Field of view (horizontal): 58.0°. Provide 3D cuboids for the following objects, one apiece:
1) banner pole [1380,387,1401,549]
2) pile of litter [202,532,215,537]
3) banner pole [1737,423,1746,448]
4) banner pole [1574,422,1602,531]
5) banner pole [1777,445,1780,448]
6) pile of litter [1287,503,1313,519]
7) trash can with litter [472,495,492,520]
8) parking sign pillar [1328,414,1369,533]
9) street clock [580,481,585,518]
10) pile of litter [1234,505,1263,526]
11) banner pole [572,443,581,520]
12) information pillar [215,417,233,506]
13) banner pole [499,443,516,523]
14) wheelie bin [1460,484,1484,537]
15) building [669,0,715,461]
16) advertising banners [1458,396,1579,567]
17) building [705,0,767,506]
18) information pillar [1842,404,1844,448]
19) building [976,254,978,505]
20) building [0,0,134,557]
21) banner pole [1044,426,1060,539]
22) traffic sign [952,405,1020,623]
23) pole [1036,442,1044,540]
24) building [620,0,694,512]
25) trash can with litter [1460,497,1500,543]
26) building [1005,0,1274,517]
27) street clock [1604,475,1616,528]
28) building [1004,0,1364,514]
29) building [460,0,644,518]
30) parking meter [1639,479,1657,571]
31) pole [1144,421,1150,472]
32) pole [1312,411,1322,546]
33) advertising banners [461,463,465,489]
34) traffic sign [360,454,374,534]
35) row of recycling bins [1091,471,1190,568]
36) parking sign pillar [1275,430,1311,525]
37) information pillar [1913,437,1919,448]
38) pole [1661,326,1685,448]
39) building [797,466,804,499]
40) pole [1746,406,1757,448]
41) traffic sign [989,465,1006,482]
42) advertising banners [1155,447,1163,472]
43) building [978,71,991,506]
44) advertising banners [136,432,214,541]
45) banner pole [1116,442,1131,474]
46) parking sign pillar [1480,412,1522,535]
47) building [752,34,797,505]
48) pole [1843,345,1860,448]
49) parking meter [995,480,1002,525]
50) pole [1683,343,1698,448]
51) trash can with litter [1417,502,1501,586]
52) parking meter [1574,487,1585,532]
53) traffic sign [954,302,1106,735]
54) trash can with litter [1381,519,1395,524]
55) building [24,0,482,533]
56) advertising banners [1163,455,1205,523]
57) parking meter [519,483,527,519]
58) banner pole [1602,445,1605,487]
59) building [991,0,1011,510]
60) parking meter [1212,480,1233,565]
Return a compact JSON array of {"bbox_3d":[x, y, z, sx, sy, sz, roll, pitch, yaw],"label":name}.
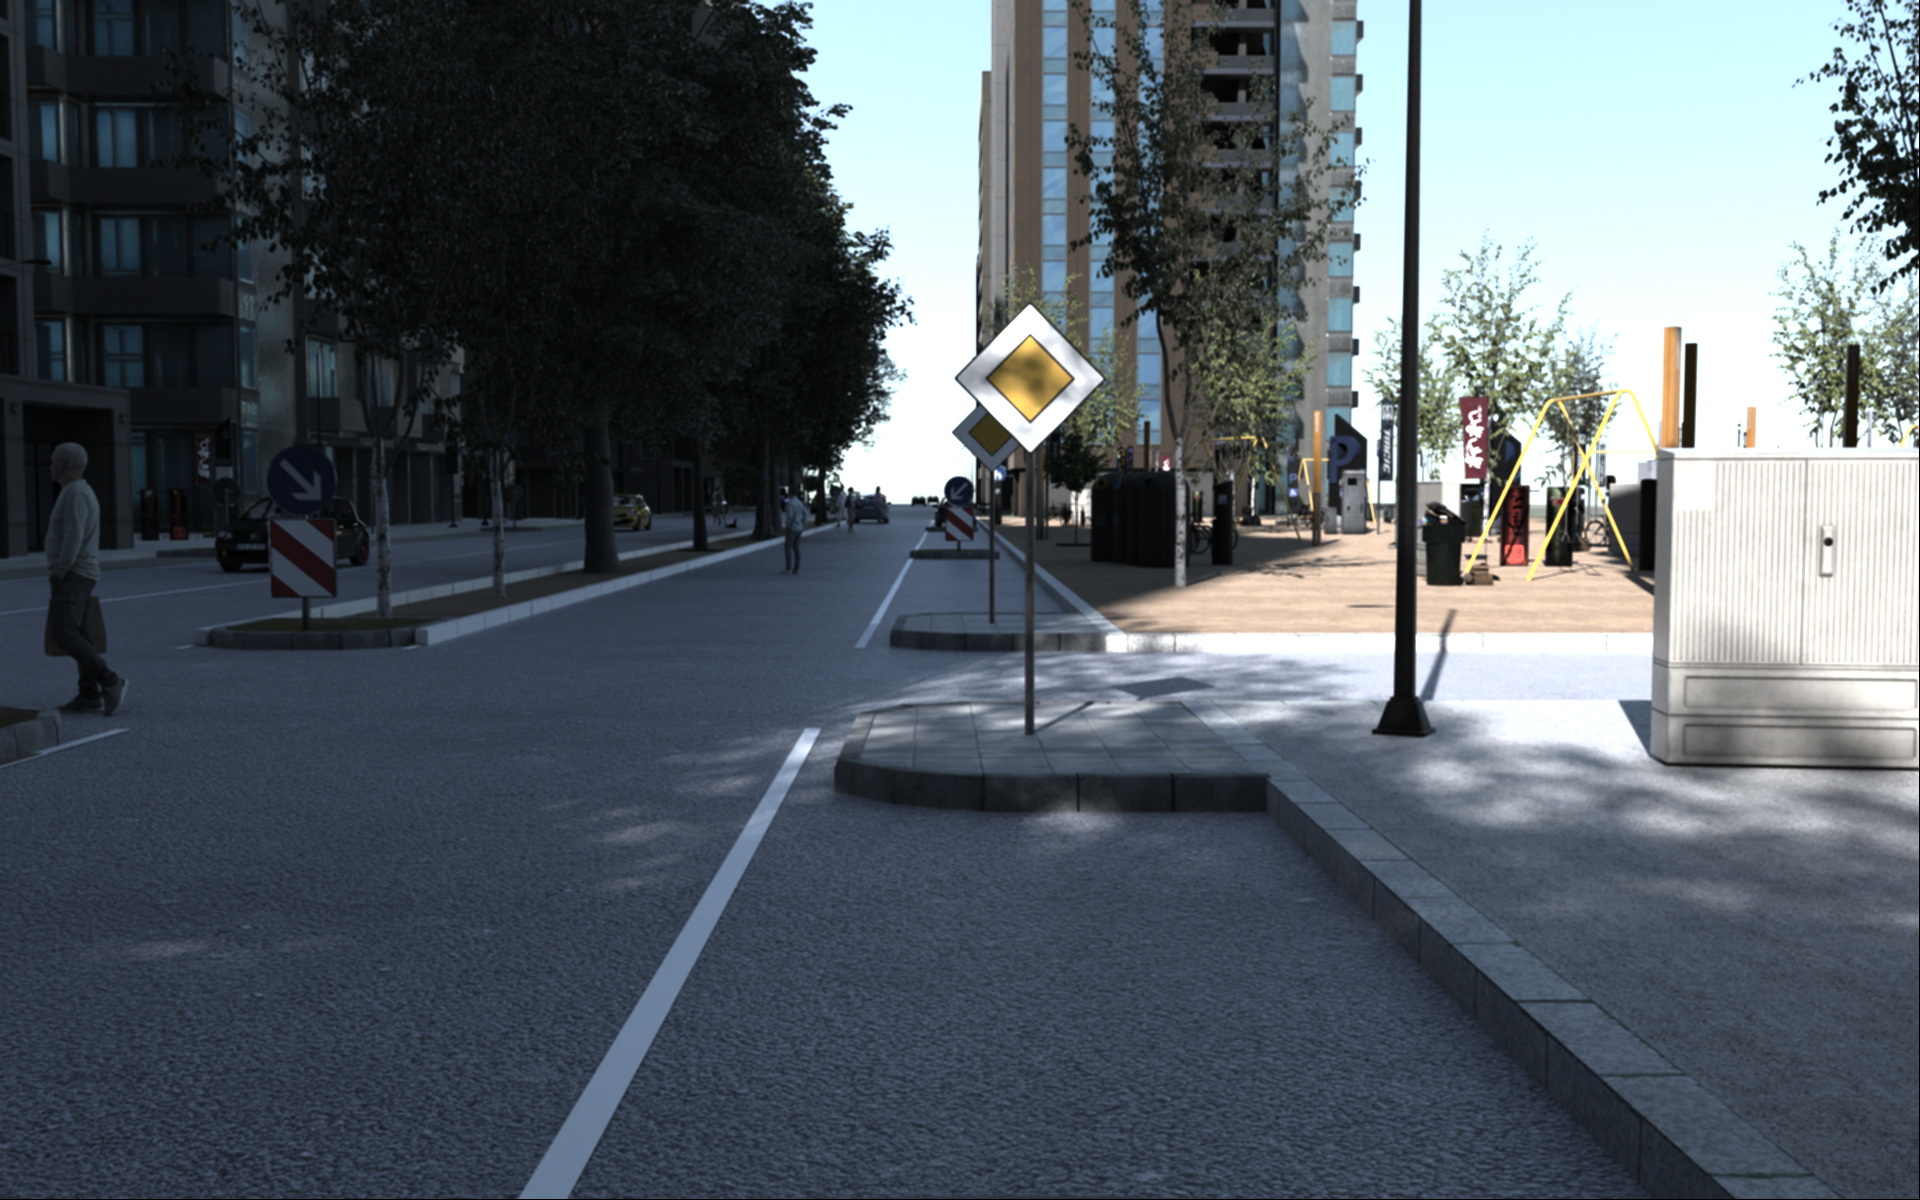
[{"bbox_3d":[10.097,-3.090,40.544,0.863,3.779,0.401,-2,4,-35],"label":"banner pole"},{"bbox_3d":[-21.840,-2.283,51.295,1.176,0.858,1.719,-2,4,-26],"label":"pile of litter"},{"bbox_3d":[27.787,-4.365,61.383,0.863,3.779,0.401,0,4,-7],"label":"banner pole"},{"bbox_3d":[21.732,-4.301,60.336,0.401,3.779,0.863,-2,4,-35],"label":"banner pole"},{"bbox_3d":[41.771,-6.057,89.046,0.863,3.779,0.401,2,4,29],"label":"banner pole"},{"bbox_3d":[17.849,-4.632,89.706,1.719,0.858,1.176,3,4,36],"label":"pile of litter"},{"bbox_3d":[-24.009,-4.701,87.920,1.678,1.210,2.233,-2,4,-34],"label":"trash can with litter"},{"bbox_3d":[12.914,-4.233,57.681,1.447,3.967,1.447,-3,4,-37],"label":"parking sign pillar"},{"bbox_3d":[-20.218,-5.382,92.568,0.358,2.002,0.471,-1,4,-16],"label":"street clock"},{"bbox_3d":[11.508,-3.448,70.334,1.719,0.858,1.176,0,4,-5],"label":"pile of litter"},{"bbox_3d":[-19.036,-5.856,85.764,0.401,3.779,0.863,-1,4,-18],"label":"banner pole"},{"bbox_3d":[-22.238,-3.733,52.386,0.504,3.616,0.183,0,4,4],"label":"information pillar"},{"bbox_3d":[-19.814,-5.255,75.928,0.401,3.779,0.863,3,5,42],"label":"banner pole"},{"bbox_3d":[15.291,-2.691,51.900,0.980,1.594,0.693,0,3,0],"label":"wheelie bin"},{"bbox_3d":[-28.617,-30.456,148.065,14.600,45.320,14.200,0,4,0],"label":"building"},{"bbox_3d":[9.914,-2.117,30.802,2.074,3.025,0.090,1,4,19],"label":"advertising banners"},{"bbox_3d":[-35.612,-36.733,189.824,28.713,52.752,27.495,0,4,0],"label":"building"},{"bbox_3d":[22.536,-3.219,43.988,0.183,3.616,0.504,0,4,0],"label":"information pillar"},{"bbox_3d":[8.902,-26.767,209.342,14.160,30.474,14.107,0,4,0],"label":"building"},{"bbox_3d":[-29.608,-36.437,33.995,20.563,71.187,20.611,0,4,0],"label":"building"},{"bbox_3d":[2.609,-3.620,49.204,0.401,3.779,0.863,-2,4,-33],"label":"banner pole"},{"bbox_3d":[0.315,-0.827,17.160,0.795,2.450,0.064,0,4,0],"label":"traffic sign"},{"bbox_3d":[2.227,-3.326,48.225,0.158,3.312,0.155,0,3,0],"label":"pole"},{"bbox_3d":[-30.516,-42.302,129.890,20.563,71.187,20.611,0,4,0],"label":"building"},{"bbox_3d":[13.650,-2.116,45.656,2.233,1.210,1.678,0,4,-7],"label":"trash can with litter"},{"bbox_3d":[9.807,-27.559,100.693,14.600,45.320,14.200,0,4,0],"label":"building"},{"bbox_3d":[24.923,-3.785,66.462,0.358,2.002,0.471,-1,4,-12],"label":"street clock"},{"bbox_3d":[15.165,-30.782,122.902,23.786,49.044,30.456,0,4,0],"label":"building"},{"bbox_3d":[-31.922,-27.607,105.993,22.147,44.769,28.867,0,4,0],"label":"building"},{"bbox_3d":[11.633,-1.267,29.122,0.372,1.533,0.369,0,3,0],"label":"parking meter"},{"bbox_3d":[5.237,-3.343,48.499,0.158,3.312,0.155,0,3,0],"label":"pole"},{"bbox_3d":[8.781,-2.979,42.553,0.158,3.312,0.155,0,3,0],"label":"pole"},{"bbox_3d":[-26.578,-5.749,90.180,2.074,3.025,0.090,1,4,18],"label":"advertising banners"},{"bbox_3d":[-18.897,-3.396,55.631,0.768,2.556,0.104,0,4,2],"label":"traffic sign"},{"bbox_3d":[3.307,-1.508,31.766,1.069,1.692,3.534,-1,4,-14],"label":"row of recycling bins"},{"bbox_3d":[13.866,-5.111,72.030,1.447,3.967,1.447,1,4,11],"label":"parking sign pillar"},{"bbox_3d":[35.830,-4.487,64.716,0.504,3.616,0.183,0,4,-5],"label":"information pillar"},{"bbox_3d":[8.683,-1.673,21.195,0.158,3.312,0.155,0,3,0],"label":"pole"},{"bbox_3d":[-29.211,-36.072,239.886,14.600,45.320,14.200,0,4,0],"label":"building"},{"bbox_3d":[18.437,-2.849,40.423,0.158,3.312,0.155,0,3,0],"label":"pole"},{"bbox_3d":[1.625,-4.586,75.087,0.768,2.556,0.104,0,4,5],"label":"traffic sign"},{"bbox_3d":[7.097,-4.181,64.554,0.090,3.025,2.074,2,4,25],"label":"advertising banners"},{"bbox_3d":[12.852,-34.697,190.996,21.300,48.544,21.600,0,4,0],"label":"building"},{"bbox_3d":[-21.809,-3.182,48.216,2.074,3.025,0.090,-3,4,-39],"label":"advertising banners"},{"bbox_3d":[7.907,-5.698,83.174,0.863,3.779,0.401,1,4,20],"label":"banner pole"},{"bbox_3d":[16.974,-4.080,55.186,1.447,3.967,1.447,2,4,35],"label":"parking sign pillar"},{"bbox_3d":[-32.443,-41.354,218.136,21.231,58.520,28.212,0,4,0],"label":"building"},{"bbox_3d":[12.211,-1.831,23.778,0.158,3.312,0.155,0,3,0],"label":"pole"},{"bbox_3d":[1.530,-4.081,72.437,0.399,1.863,0.255,-1,4,-13],"label":"parking meter"},{"bbox_3d":[9.884,-1.814,23.498,0.158,3.312,0.155,0,3,0],"label":"pole"},{"bbox_3d":[7.030,-0.797,24.422,1.055,1.170,0.624,0,4,-8],"label":"trash can with litter"},{"bbox_3d":[20.915,-3.066,58.548,0.372,1.533,0.369,0,3,0],"label":"parking meter"},{"bbox_3d":[0.368,-0.338,9.175,0.795,2.450,0.064,0,4,0],"label":"traffic sign"},{"bbox_3d":[18.647,-3.858,74.133,1.678,1.210,2.233,1,4,21],"label":"trash can with litter"},{"bbox_3d":[-33.178,-27.432,68.118,23.786,49.044,30.456,0,4,0],"label":"building"},{"bbox_3d":[9.862,-4.937,76.913,2.074,3.025,0.090,2,4,27],"label":"advertising banners"},{"bbox_3d":[-22.676,-5.140,89.752,0.399,1.863,0.255,1,4,15],"label":"parking meter"},{"bbox_3d":[28.373,-5.308,76.808,0.863,3.779,0.401,-3,4,-39],"label":"banner pole"},{"bbox_3d":[13.205,-37.338,152.477,21.231,58.520,28.212,0,4,0],"label":"building"},{"bbox_3d":[4.769,-1.410,31.463,0.372,1.533,0.369,0,3,0],"label":"parking meter"}]
